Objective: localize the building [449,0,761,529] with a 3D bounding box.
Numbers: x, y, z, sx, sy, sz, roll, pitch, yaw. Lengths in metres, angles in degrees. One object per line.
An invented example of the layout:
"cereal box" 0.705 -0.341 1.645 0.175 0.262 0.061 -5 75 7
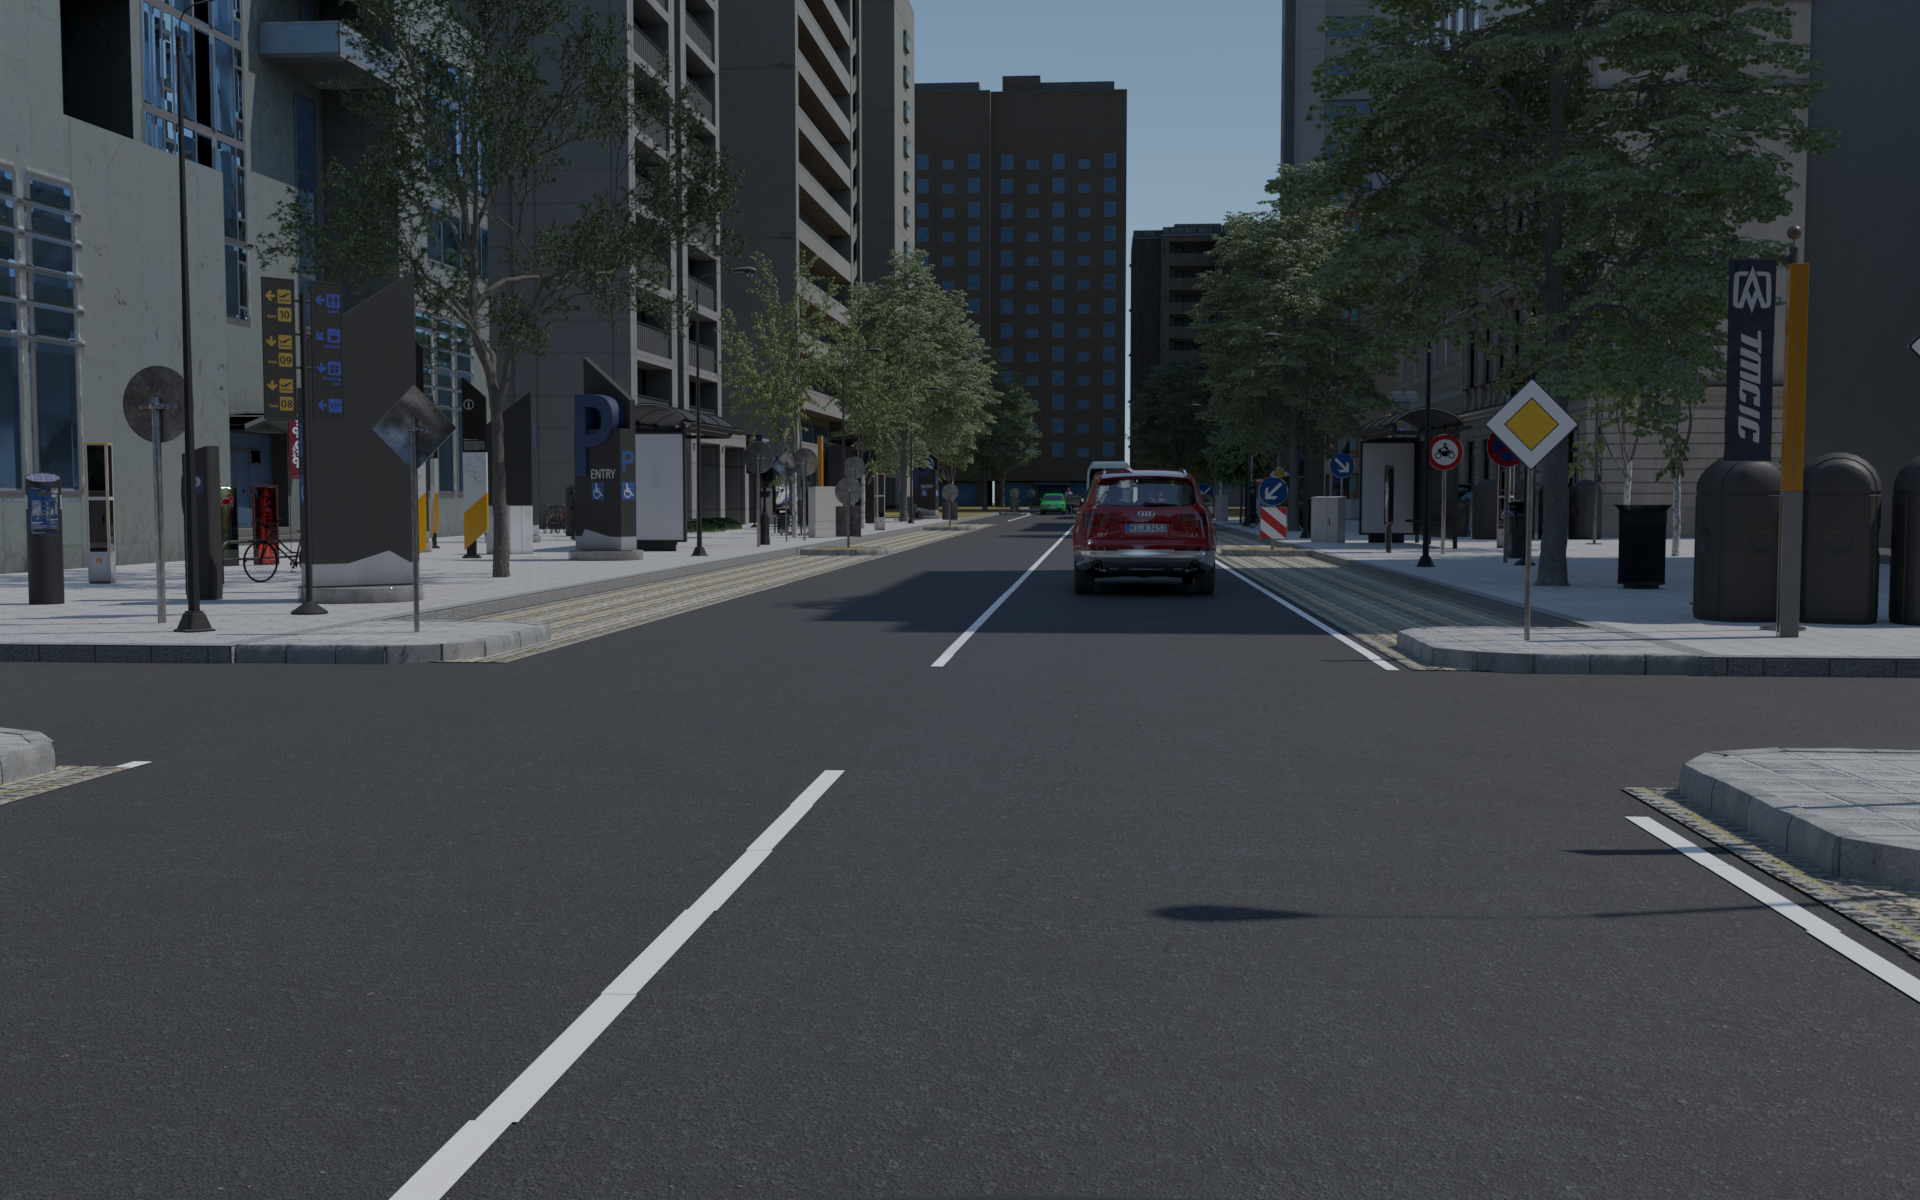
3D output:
"building" -19.077 -38.771 72.150 20.563 71.187 20.611 0 4 5

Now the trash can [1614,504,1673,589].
"trash can" 9.263 -0.726 23.519 0.748 1.137 0.748 0 3 0

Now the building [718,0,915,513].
"building" -15.521 -32.146 149.285 21.600 48.544 21.300 0 4 5

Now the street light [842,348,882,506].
"street light" -3.190 -5.063 55.314 1.470 5.913 1.316 0 4 5

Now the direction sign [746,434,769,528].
"direction sign" -7.836 -4.526 65.999 0.876 3.537 0.379 3 5 40

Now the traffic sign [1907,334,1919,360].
"traffic sign" 4.306 -0.217 7.184 0.795 2.450 0.064 0 4 5

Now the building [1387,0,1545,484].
"building" 27.730 -17.895 78.488 13.634 28.700 20.117 0 4 5

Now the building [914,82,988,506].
"building" -3.353 -32.963 189.063 14.200 45.320 14.600 0 4 5

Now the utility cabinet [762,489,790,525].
"utility cabinet" -7.617 -3.855 71.704 1.173 1.500 0.318 1 4 21

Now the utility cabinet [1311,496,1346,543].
"utility cabinet" 9.776 -2.132 46.017 0.306 1.237 1.020 -2 4 -32

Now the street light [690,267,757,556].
"street light" -4.854 -3.858 35.627 1.470 5.913 1.316 0 4 5

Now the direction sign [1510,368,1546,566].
"direction sign" 10.175 -2.392 31.100 0.876 3.537 0.379 -2 4 -31

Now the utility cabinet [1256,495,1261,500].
"utility cabinet" 14.852 -4.478 84.372 1.020 1.237 0.306 1 4 9

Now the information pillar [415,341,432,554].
"information pillar" -7.318 -1.927 22.854 0.504 3.616 0.183 -3 4 -37

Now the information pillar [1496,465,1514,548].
"information pillar" 12.966 -2.243 41.167 0.304 2.012 0.304 3 4 37

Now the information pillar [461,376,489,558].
"information pillar" -9.673 -2.639 34.506 0.504 3.616 0.183 0 4 1

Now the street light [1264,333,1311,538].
"street light" 9.459 -4.741 50.061 1.470 5.913 1.316 0 4 5

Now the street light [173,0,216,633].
"street light" -6.611 -2.655 15.947 1.470 5.913 1.316 0 4 5

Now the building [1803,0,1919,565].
"building" 28.476 -14.274 26.886 24.014 27.812 14.314 0 4 5

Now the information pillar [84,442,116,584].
"information pillar" -12.312 -1.242 24.806 0.304 2.012 0.304 -1 4 -12

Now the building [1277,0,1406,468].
"building" 36.707 -36.616 140.668 21.231 58.520 28.212 0 4 5

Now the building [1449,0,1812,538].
"building" 23.765 -11.900 59.187 10.561 19.102 19.286 0 4 5

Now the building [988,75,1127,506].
"building" 10.868 -32.938 188.643 14.200 45.320 14.600 0 4 5

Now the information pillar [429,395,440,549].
"information pillar" -12.361 -3.018 40.699 0.183 3.616 0.504 -2 4 -29

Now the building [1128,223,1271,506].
"building" 25.446 -25.452 187.838 14.107 30.474 14.160 0 4 5

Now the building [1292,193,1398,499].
"building" 37.108 -16.384 112.924 27.650 21.520 28.899 0 4 5

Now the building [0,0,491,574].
"building" -25.440 -44.384 38.353 22.319 86.520 31.000 0 4 5

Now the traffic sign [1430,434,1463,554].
"traffic sign" 10.302 -2.249 36.884 0.768 2.556 0.104 0 4 5

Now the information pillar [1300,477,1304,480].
"information pillar" 14.356 -4.185 72.914 0.304 2.012 0.304 0 4 0

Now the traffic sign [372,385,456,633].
"traffic sign" -5.034 -0.756 15.997 0.795 2.450 0.064 0 4 5

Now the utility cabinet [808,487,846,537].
"utility cabinet" -3.969 -2.593 51.078 0.318 1.500 1.173 3 5 40

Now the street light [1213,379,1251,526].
"street light" 11.006 -5.946 69.758 1.470 5.913 1.316 0 4 5

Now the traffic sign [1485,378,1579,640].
"traffic sign" 4.973 -0.703 15.141 0.795 2.450 0.064 0 4 5

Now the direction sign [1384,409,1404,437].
"direction sign" 11.664 -3.342 46.637 0.876 3.537 0.379 -3 5 -40

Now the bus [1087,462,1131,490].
"bus" 9.194 -6.739 105.038 2.948 3.499 13.247 0 4 6

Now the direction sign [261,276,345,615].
"direction sign" -6.958 -1.616 18.419 0.379 3.537 0.876 3 5 43

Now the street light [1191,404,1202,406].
"street light" 12.594 -7.151 89.452 1.470 5.913 1.316 0 4 5

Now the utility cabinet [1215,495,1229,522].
"utility cabinet" 12.145 -4.234 80.383 0.306 1.237 1.020 -1 4 -10

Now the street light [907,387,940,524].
"street light" -1.588 -6.276 75.147 1.470 5.913 1.316 0 4 5

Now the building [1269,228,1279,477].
"building" 39.455 -25.344 186.083 14.107 30.474 14.160 0 4 5

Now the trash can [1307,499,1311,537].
"trash can" 10.570 -2.432 51.419 0.748 1.137 0.748 0 3 0

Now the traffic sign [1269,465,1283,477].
"traffic sign" 12.554 -4.095 68.138 0.795 2.450 0.064 0 4 7

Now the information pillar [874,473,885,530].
"information pillar" -2.838 -3.469 61.217 0.304 2.012 0.304 -1 4 -22
